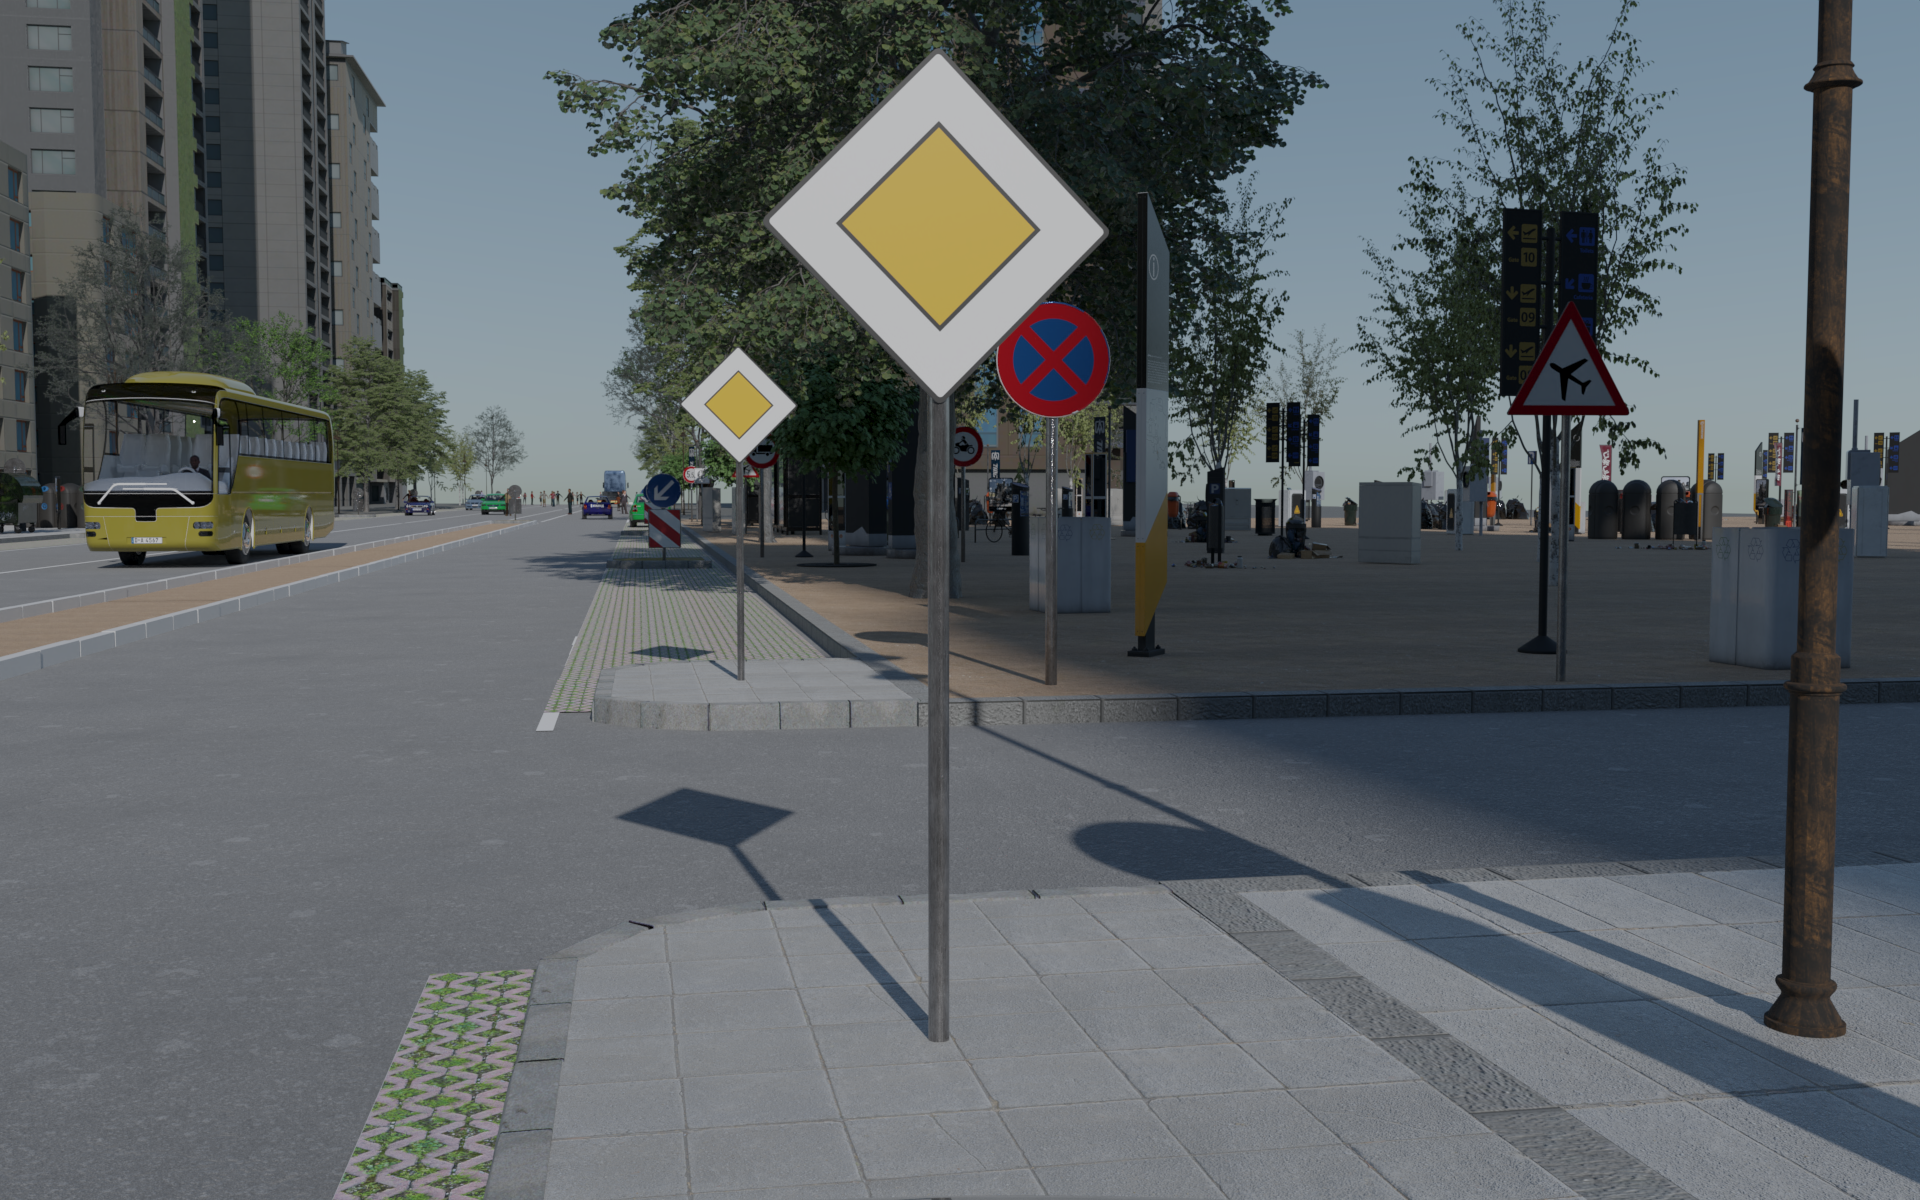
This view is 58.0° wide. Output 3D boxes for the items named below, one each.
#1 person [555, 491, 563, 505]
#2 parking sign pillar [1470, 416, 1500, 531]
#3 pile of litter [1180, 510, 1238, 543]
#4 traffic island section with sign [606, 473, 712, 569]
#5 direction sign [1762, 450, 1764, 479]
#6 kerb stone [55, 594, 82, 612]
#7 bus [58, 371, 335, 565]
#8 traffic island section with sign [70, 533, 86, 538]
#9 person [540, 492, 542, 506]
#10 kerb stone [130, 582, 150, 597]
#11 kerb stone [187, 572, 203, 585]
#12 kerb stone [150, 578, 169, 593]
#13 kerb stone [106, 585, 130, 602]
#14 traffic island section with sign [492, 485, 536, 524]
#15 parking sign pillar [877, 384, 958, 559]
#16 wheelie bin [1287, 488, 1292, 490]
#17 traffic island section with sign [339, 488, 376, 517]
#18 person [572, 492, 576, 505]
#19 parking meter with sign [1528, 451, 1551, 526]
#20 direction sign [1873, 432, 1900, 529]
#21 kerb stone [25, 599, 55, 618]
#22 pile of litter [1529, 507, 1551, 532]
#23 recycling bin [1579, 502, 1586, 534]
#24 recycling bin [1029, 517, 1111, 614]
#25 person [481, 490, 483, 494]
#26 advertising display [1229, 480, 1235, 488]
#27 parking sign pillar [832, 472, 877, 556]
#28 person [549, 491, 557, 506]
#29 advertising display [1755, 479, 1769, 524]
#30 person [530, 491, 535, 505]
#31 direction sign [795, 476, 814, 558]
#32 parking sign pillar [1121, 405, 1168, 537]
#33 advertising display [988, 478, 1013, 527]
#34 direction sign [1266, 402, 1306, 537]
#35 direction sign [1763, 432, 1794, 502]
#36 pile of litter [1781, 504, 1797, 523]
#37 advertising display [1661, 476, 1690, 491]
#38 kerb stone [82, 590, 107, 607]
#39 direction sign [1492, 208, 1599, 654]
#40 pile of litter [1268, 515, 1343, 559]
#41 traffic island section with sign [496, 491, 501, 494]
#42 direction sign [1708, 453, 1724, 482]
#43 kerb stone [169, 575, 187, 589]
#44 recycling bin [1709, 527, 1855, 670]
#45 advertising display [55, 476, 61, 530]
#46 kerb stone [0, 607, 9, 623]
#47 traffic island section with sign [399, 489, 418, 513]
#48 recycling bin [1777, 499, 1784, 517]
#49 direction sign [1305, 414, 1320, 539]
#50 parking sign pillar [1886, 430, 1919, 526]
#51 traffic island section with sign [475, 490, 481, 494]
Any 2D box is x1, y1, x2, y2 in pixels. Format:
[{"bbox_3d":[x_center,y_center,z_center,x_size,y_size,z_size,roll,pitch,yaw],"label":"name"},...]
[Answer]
[{"bbox_3d":[-50.973,-12.929,219.514,1.348,1.869,0.705,0,4,-4],"label":"person"},{"bbox_3d":[18.051,-4.390,60.242,1.447,3.967,1.447,0,4,8],"label":"parking sign pillar"},{"bbox_3d":[6.500,-1.959,45.991,1.719,0.858,1.176,3,5,42],"label":"pile of litter"},{"bbox_3d":[-5.908,-1.545,33.890,1.989,1.847,2.006,-1,4,-10],"label":"traffic island section with sign"},{"bbox_3d":[40.963,-5.906,88.563,0.876,3.537,0.379,-2,4,-29],"label":"direction sign"},{"bbox_3d":[-11.048,0.056,21.294,0.120,0.150,1.000,-1,4,-10],"label":"kerb stone"},{"bbox_3d":[-16.318,-2.863,38.365,2.896,3.916,12.252,-1,4,-10],"label":"bus"},{"bbox_3d":[-27.888,-2.950,56.865,1.989,1.847,2.006,-1,4,-10],"label":"traffic island section with sign"},{"bbox_3d":[-51.367,-12.392,211.904,0.721,1.735,1.217,-1,4,-18],"label":"person"},{"bbox_3d":[-11.613,-0.129,24.309,0.120,0.150,1.000,-1,4,-10],"label":"kerb stone"},{"bbox_3d":[-12.170,-0.314,27.326,0.120,0.150,1.000,-1,4,-10],"label":"kerb stone"},{"bbox_3d":[-11.800,-0.185,25.315,0.120,0.150,1.000,-1,4,-10],"label":"kerb stone"},{"bbox_3d":[-11.418,-0.068,23.304,0.120,0.150,1.000,-1,4,-10],"label":"kerb stone"},{"bbox_3d":[-21.697,-4.657,84.278,2.006,1.907,1.989,-1,4,-10],"label":"traffic island section with sign"},{"bbox_3d":[-0.771,-2.830,34.746,1.447,3.967,1.447,-1,4,-13],"label":"parking sign pillar"},{"bbox_3d":[16.125,-4.715,85.005,0.693,1.594,0.980,2,4,25],"label":"wheelie bin"},{"bbox_3d":[-37.203,-6.019,107.039,1.989,1.847,2.006,-1,4,-10],"label":"traffic island section with sign"},{"bbox_3d":[-49.221,-12.892,220.001,1.217,1.736,0.721,0,4,5],"label":"person"},{"bbox_3d":[23.875,-4.516,70.090,1.738,3.016,0.543,-1,4,-14],"label":"parking meter with sign"},{"bbox_3d":[33.958,-4.377,63.554,0.379,3.537,0.876,-3,5,-44],"label":"direction sign"},{"bbox_3d":[-10.867,0.119,20.284,0.120,0.150,1.000,-1,4,-10],"label":"kerb stone"},{"bbox_3d":[19.882,-2.732,58.633,1.176,0.858,1.719,1,4,21],"label":"pile of litter"},{"bbox_3d":[19.860,-2.668,56.169,0.722,1.027,0.722,1,4,13],"label":"recycling bin"},{"bbox_3d":[1.199,-0.390,18.923,0.722,1.027,0.722,-1,4,-16],"label":"recycling bin"},{"bbox_3d":[-53.231,-11.288,192.924,0.709,1.838,0.599,1,4,15],"label":"person"},{"bbox_3d":[12.502,-4.557,79.725,0.123,1.923,0.974,0,4,-1],"label":"advertising display"},{"bbox_3d":[-1.990,-2.940,36.548,1.447,3.967,1.447,-2,4,-26],"label":"parking sign pillar"},{"bbox_3d":[-49.413,-12.330,210.038,0.705,1.831,1.348,2,4,34],"label":"person"},{"bbox_3d":[34.095,-4.185,73.640,0.123,1.923,0.974,0,4,0],"label":"advertising display"},{"bbox_3d":[-55.917,-13.335,226.470,0.705,1.831,1.348,0,4,6],"label":"person"},{"bbox_3d":[-3.167,-2.636,35.091,0.379,3.537,0.876,1,4,13],"label":"direction sign"},{"bbox_3d":[5.596,-3.913,52.443,1.447,3.967,1.447,0,4,0],"label":"parking sign pillar"},{"bbox_3d":[1.602,-3.830,67.840,0.974,1.923,0.123,0,3,0],"label":"advertising display"},{"bbox_3d":[7.965,-3.105,42.762,0.876,3.537,0.379,2,4,31],"label":"direction sign"},{"bbox_3d":[30.207,-4.391,63.793,0.876,3.537,0.379,1,4,13],"label":"direction sign"},{"bbox_3d":[37.535,-3.940,78.391,1.719,0.858,1.176,-3,4,-36],"label":"pile of litter"},{"bbox_3d":[25.581,-3.471,61.963,0.974,1.923,0.123,2,4,24],"label":"advertising display"},{"bbox_3d":[-11.234,-0.004,22.299,0.120,0.150,1.000,-1,4,-10],"label":"kerb stone"},{"bbox_3d":[4.718,-1.341,13.928,0.876,3.537,0.379,-1,4,-17],"label":"direction sign"},{"bbox_3d":[6.915,-1.269,34.711,1.719,0.858,1.176,-1,4,-11],"label":"pile of litter"},{"bbox_3d":[-57.205,-12.608,214.773,1.989,1.847,2.006,-1,4,-10],"label":"traffic island section with sign"},{"bbox_3d":[41.713,-6.339,95.637,0.379,3.537,0.876,-3,5,-43],"label":"direction sign"},{"bbox_3d":[-11.982,-0.252,26.322,0.120,0.150,1.000,-1,4,-10],"label":"kerb stone"},{"bbox_3d":[6.156,-0.027,12.997,0.722,1.027,0.722,-1,4,-12],"label":"recycling bin"},{"bbox_3d":[-32.745,-3.528,62.892,0.123,1.923,0.974,-2,4,-31],"label":"advertising display"},{"bbox_3d":[-10.680,0.178,19.278,0.120,0.150,1.000,-1,4,-10],"label":"kerb stone"},{"bbox_3d":[-42.134,-7.644,133.609,1.989,1.847,2.006,-1,4,-10],"label":"traffic island section with sign"},{"bbox_3d":[40.313,-4.447,85.267,0.722,1.027,0.722,3,4,37],"label":"recycling bin"},{"bbox_3d":[9.751,-3.495,49.142,0.876,3.537,0.379,0,4,-2],"label":"direction sign"},{"bbox_3d":[38.396,-5.014,70.453,1.447,3.967,1.447,1,4,17],"label":"parking sign pillar"},{"bbox_3d":[-52.158,-10.949,187.637,1.989,1.847,2.006,-1,4,-10],"label":"traffic island section with sign"}]
